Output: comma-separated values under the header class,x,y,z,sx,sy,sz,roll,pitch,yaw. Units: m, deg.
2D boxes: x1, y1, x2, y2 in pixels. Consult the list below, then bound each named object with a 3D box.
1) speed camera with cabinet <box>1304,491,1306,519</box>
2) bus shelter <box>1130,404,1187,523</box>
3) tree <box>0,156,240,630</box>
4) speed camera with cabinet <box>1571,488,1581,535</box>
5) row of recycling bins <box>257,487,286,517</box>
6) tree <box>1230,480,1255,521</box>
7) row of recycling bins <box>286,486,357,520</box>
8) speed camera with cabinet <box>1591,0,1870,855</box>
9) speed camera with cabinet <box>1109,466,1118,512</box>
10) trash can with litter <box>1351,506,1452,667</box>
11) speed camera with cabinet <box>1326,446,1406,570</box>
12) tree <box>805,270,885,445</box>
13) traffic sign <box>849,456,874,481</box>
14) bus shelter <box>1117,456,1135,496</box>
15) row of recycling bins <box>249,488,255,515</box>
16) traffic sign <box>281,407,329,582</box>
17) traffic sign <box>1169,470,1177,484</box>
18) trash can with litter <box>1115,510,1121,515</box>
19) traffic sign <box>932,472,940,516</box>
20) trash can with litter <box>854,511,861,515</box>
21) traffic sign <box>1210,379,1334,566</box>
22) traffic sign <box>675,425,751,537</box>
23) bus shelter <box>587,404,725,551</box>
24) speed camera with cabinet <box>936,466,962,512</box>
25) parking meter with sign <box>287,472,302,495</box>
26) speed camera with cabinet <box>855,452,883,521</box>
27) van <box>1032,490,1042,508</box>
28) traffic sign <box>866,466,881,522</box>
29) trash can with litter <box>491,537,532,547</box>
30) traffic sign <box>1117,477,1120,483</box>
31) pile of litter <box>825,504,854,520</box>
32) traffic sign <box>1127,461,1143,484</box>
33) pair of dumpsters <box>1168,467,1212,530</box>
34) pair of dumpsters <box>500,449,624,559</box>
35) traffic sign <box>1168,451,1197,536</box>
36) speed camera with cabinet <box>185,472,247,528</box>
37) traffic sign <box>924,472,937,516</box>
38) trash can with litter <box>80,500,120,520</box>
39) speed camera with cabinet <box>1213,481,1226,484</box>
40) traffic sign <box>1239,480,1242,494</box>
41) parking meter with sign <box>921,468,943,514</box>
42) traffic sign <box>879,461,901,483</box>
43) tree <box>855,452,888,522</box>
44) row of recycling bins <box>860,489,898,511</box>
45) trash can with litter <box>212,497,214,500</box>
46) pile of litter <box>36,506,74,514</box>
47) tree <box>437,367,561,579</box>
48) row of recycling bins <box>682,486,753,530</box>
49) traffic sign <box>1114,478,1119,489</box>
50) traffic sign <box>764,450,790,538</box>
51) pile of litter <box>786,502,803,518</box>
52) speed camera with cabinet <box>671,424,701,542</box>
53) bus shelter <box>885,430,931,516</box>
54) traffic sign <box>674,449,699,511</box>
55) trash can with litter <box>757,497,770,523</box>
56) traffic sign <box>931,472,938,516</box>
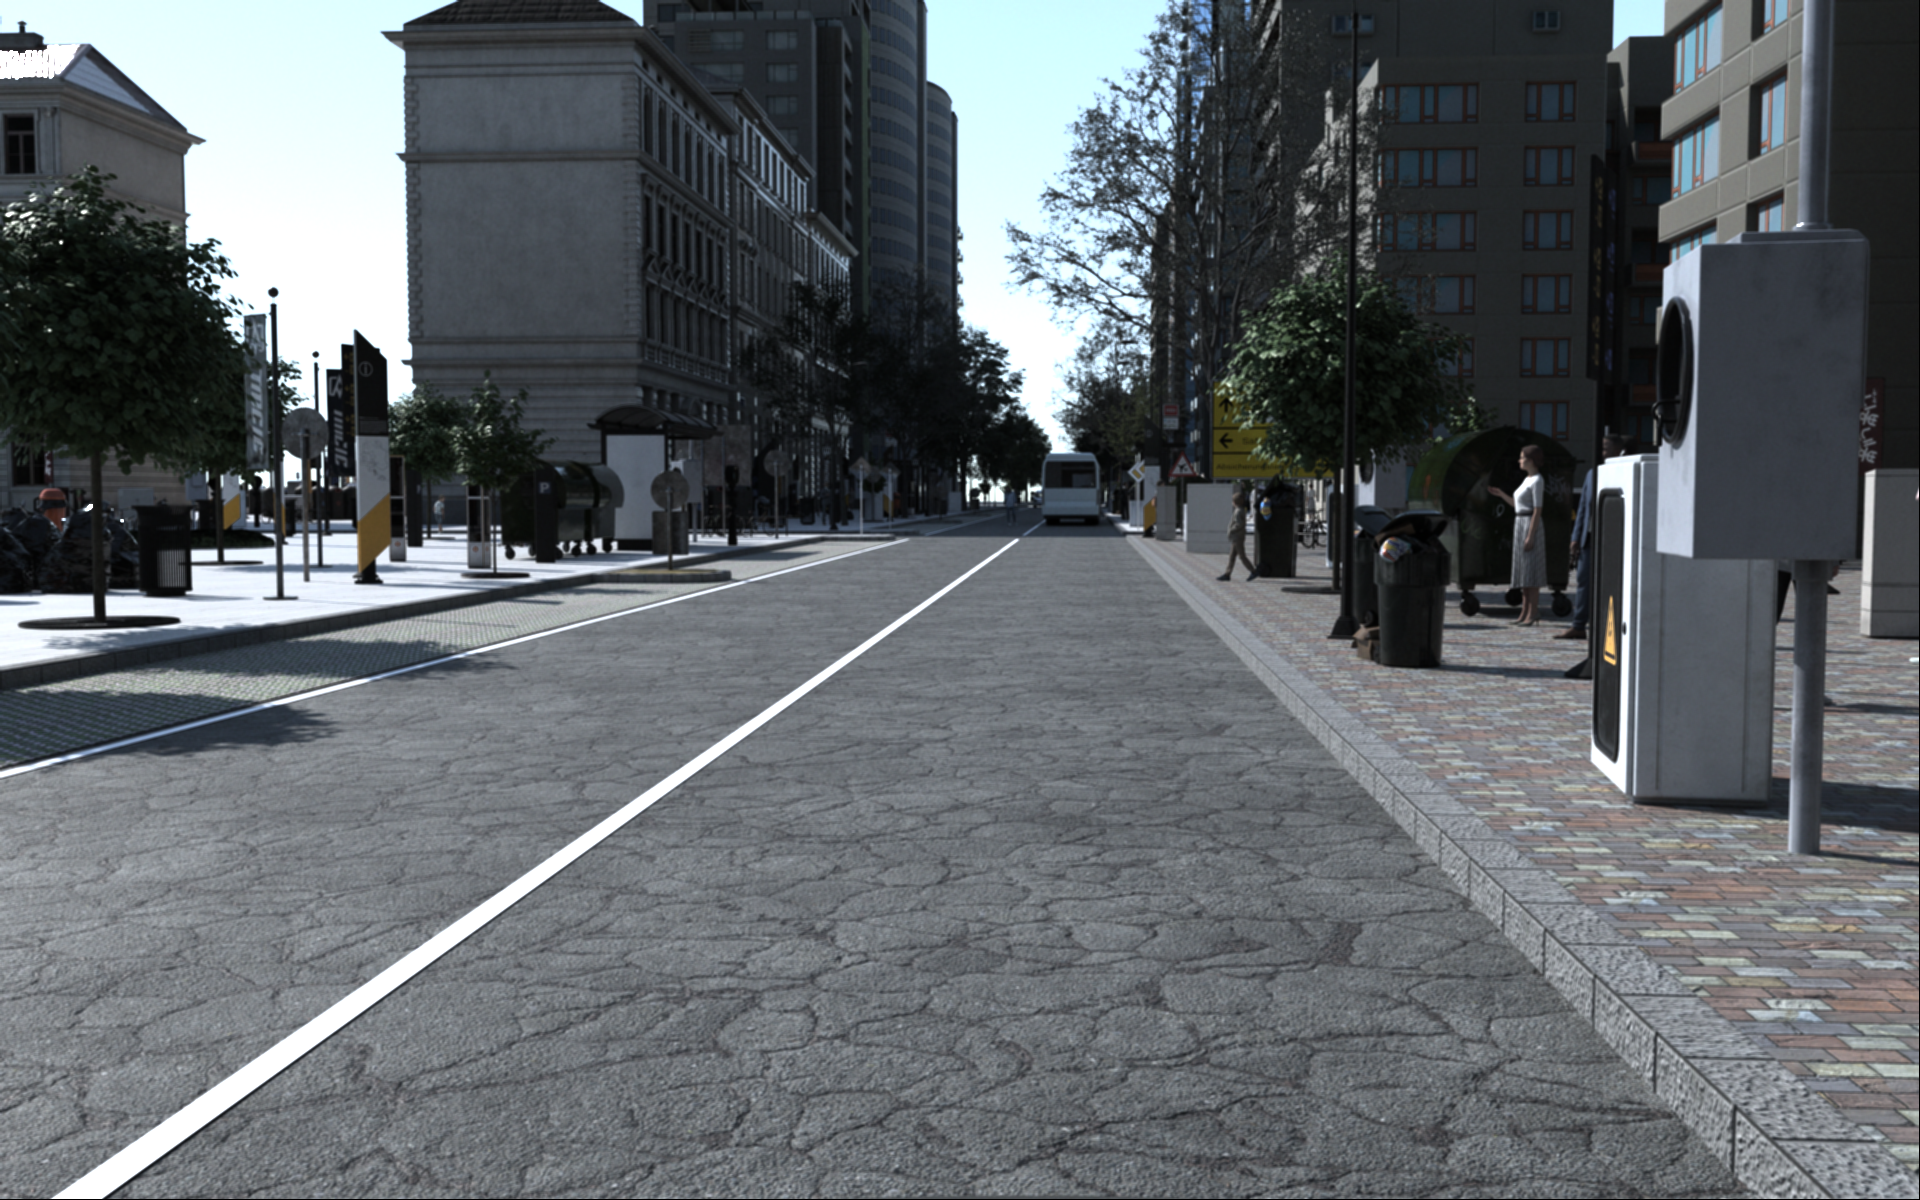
class,x,y,z,sx,sy,sz,roll,pitch,yaw
speed camera with cabinet,16.701,-5.780,88.841,2.038,3.252,0.660,2,4,28
bus shelter,8.500,-5.944,74.812,2.179,5.291,8.768,0,4,4
tree,-8.402,-2.033,16.959,4.285,4.588,4.351,0,3,0
speed camera with cabinet,18.128,-3.408,50.065,2.038,3.252,0.660,-1,4,-8
row of recycling bins,-37.920,-5.594,98.579,3.534,1.692,1.069,-3,5,-43
tree,13.530,-5.460,83.872,1.663,3.219,1.824,0,3,0
row of recycling bins,-31.478,-4.830,86.077,1.069,1.692,3.534,2,4,33
speed camera with cabinet,3.016,-0.772,6.961,0.660,3.252,2.038,1,4,12
speed camera with cabinet,10.904,-7.832,122.381,0.660,3.252,2.038,0,4,4
trash can with litter,3.275,-0.108,13.148,0.624,1.170,1.055,-1,4,-12
speed camera with cabinet,6.744,-2.109,28.818,0.660,3.252,2.038,-1,4,-9
tree,-2.862,-11.028,90.674,12.009,13.543,11.850,0,3,0
traffic sign,-3.056,-3.134,53.436,0.795,2.593,0.064,0,4,4
bus shelter,9.574,-6.130,94.156,2.014,3.302,5.546,0,4,4
row of recycling bins,-44.615,-6.209,108.627,3.534,1.692,1.069,0,4,3
traffic sign,-9.582,-1.542,25.325,0.768,2.556,0.104,1,4,10
traffic sign,10.882,-5.505,90.108,0.768,2.556,0.104,0,4,4
trash can with litter,10.046,-5.853,107.086,0.624,1.170,1.055,-3,5,-41
traffic sign,-1.578,-6.222,101.843,0.768,2.556,0.104,0,4,6
trash can with litter,-5.746,-5.859,106.860,1.678,1.210,2.233,-1,4,-17
traffic sign,5.557,-2.243,30.540,2.265,3.308,0.079,1,4,10
traffic sign,-7.300,-3.505,51.176,2.265,3.308,0.079,0,4,5
bus shelter,-7.229,-2.929,41.818,2.014,3.302,5.546,0,4,4
speed camera with cabinet,-0.940,-7.915,123.741,2.038,3.252,0.660,-1,4,-16
parking meter with sign,-36.410,-6.024,94.759,1.738,3.016,0.543,0,4,2
speed camera with cabinet,-4.362,-5.429,83.095,0.660,3.252,2.038,1,4,23
van,8.502,-10.592,180.184,2.013,2.044,4.112,0,4,5
traffic sign,-3.929,-4.770,78.089,0.768,2.556,0.104,1,4,8
trash can with litter,-10.925,-1.924,42.515,1.678,1.210,2.233,-1,4,-21
traffic sign,11.178,-7.276,119.069,0.768,2.556,0.104,0,4,6
pile of litter,-5.990,-4.415,86.143,1.719,0.858,1.176,-2,4,-35
traffic sign,6.279,-3.582,60.762,0.795,2.593,0.064,0,4,4
pair of dumpsters,8.505,-3.764,64.034,1.574,2.255,4.437,0,4,4
pair of dumpsters,-8.273,-2.042,35.887,1.574,2.255,4.437,0,4,4
traffic sign,6.732,-3.207,52.436,0.884,2.594,0.081,1,4,10
speed camera with cabinet,-28.209,-4.361,65.642,2.038,3.252,0.660,-2,4,-33
traffic sign,-1.741,-6.184,101.221,0.768,2.556,0.104,1,4,11
trash can with litter,-16.146,-1.262,32.029,0.624,1.170,1.055,1,4,16
speed camera with cabinet,18.033,-7.453,116.193,2.038,3.252,0.660,2,4,35
traffic sign,8.422,-3.176,52.032,0.768,2.556,0.104,0,4,7
parking meter with sign,-2.012,-7.230,114.467,1.738,3.016,0.543,-2,4,-25
traffic sign,-2.492,-3.621,61.401,0.795,2.593,0.064,0,4,4
tree,-4.031,-5.181,79.308,1.663,3.219,1.824,0,3,0
row of recycling bins,-5.807,-7.259,125.801,3.534,1.692,1.069,2,4,33
trash can with litter,-34.203,-4.262,80.743,1.678,1.210,2.233,2,4,28
pile of litter,-35.479,-3.264,67.332,1.176,0.858,1.719,-1,4,-9
tree,-7.294,-1.966,26.742,1.663,3.219,1.824,0,3,0
row of recycling bins,-9.250,-3.430,63.193,3.534,1.692,1.069,-2,4,-34
traffic sign,12.371,-8.243,134.880,0.768,2.556,0.104,1,4,10
traffic sign,-5.295,-3.051,49.985,0.768,2.556,0.104,1,4,9
pile of litter,-8.818,-4.792,92.319,1.719,0.858,1.176,2,4,33
speed camera with cabinet,-7.692,-3.189,46.478,0.660,3.252,2.038,-3,4,-37
bus shelter,-3.281,-7.945,107.534,2.179,5.291,8.768,0,4,4
traffic sign,-7.769,-2.998,49.119,0.768,2.556,0.104,1,4,11
trash can with litter,-8.604,-4.041,77.454,0.624,1.170,1.055,-3,5,-43
traffic sign,-1.676,-6.202,101.506,0.768,2.556,0.104,1,4,11
